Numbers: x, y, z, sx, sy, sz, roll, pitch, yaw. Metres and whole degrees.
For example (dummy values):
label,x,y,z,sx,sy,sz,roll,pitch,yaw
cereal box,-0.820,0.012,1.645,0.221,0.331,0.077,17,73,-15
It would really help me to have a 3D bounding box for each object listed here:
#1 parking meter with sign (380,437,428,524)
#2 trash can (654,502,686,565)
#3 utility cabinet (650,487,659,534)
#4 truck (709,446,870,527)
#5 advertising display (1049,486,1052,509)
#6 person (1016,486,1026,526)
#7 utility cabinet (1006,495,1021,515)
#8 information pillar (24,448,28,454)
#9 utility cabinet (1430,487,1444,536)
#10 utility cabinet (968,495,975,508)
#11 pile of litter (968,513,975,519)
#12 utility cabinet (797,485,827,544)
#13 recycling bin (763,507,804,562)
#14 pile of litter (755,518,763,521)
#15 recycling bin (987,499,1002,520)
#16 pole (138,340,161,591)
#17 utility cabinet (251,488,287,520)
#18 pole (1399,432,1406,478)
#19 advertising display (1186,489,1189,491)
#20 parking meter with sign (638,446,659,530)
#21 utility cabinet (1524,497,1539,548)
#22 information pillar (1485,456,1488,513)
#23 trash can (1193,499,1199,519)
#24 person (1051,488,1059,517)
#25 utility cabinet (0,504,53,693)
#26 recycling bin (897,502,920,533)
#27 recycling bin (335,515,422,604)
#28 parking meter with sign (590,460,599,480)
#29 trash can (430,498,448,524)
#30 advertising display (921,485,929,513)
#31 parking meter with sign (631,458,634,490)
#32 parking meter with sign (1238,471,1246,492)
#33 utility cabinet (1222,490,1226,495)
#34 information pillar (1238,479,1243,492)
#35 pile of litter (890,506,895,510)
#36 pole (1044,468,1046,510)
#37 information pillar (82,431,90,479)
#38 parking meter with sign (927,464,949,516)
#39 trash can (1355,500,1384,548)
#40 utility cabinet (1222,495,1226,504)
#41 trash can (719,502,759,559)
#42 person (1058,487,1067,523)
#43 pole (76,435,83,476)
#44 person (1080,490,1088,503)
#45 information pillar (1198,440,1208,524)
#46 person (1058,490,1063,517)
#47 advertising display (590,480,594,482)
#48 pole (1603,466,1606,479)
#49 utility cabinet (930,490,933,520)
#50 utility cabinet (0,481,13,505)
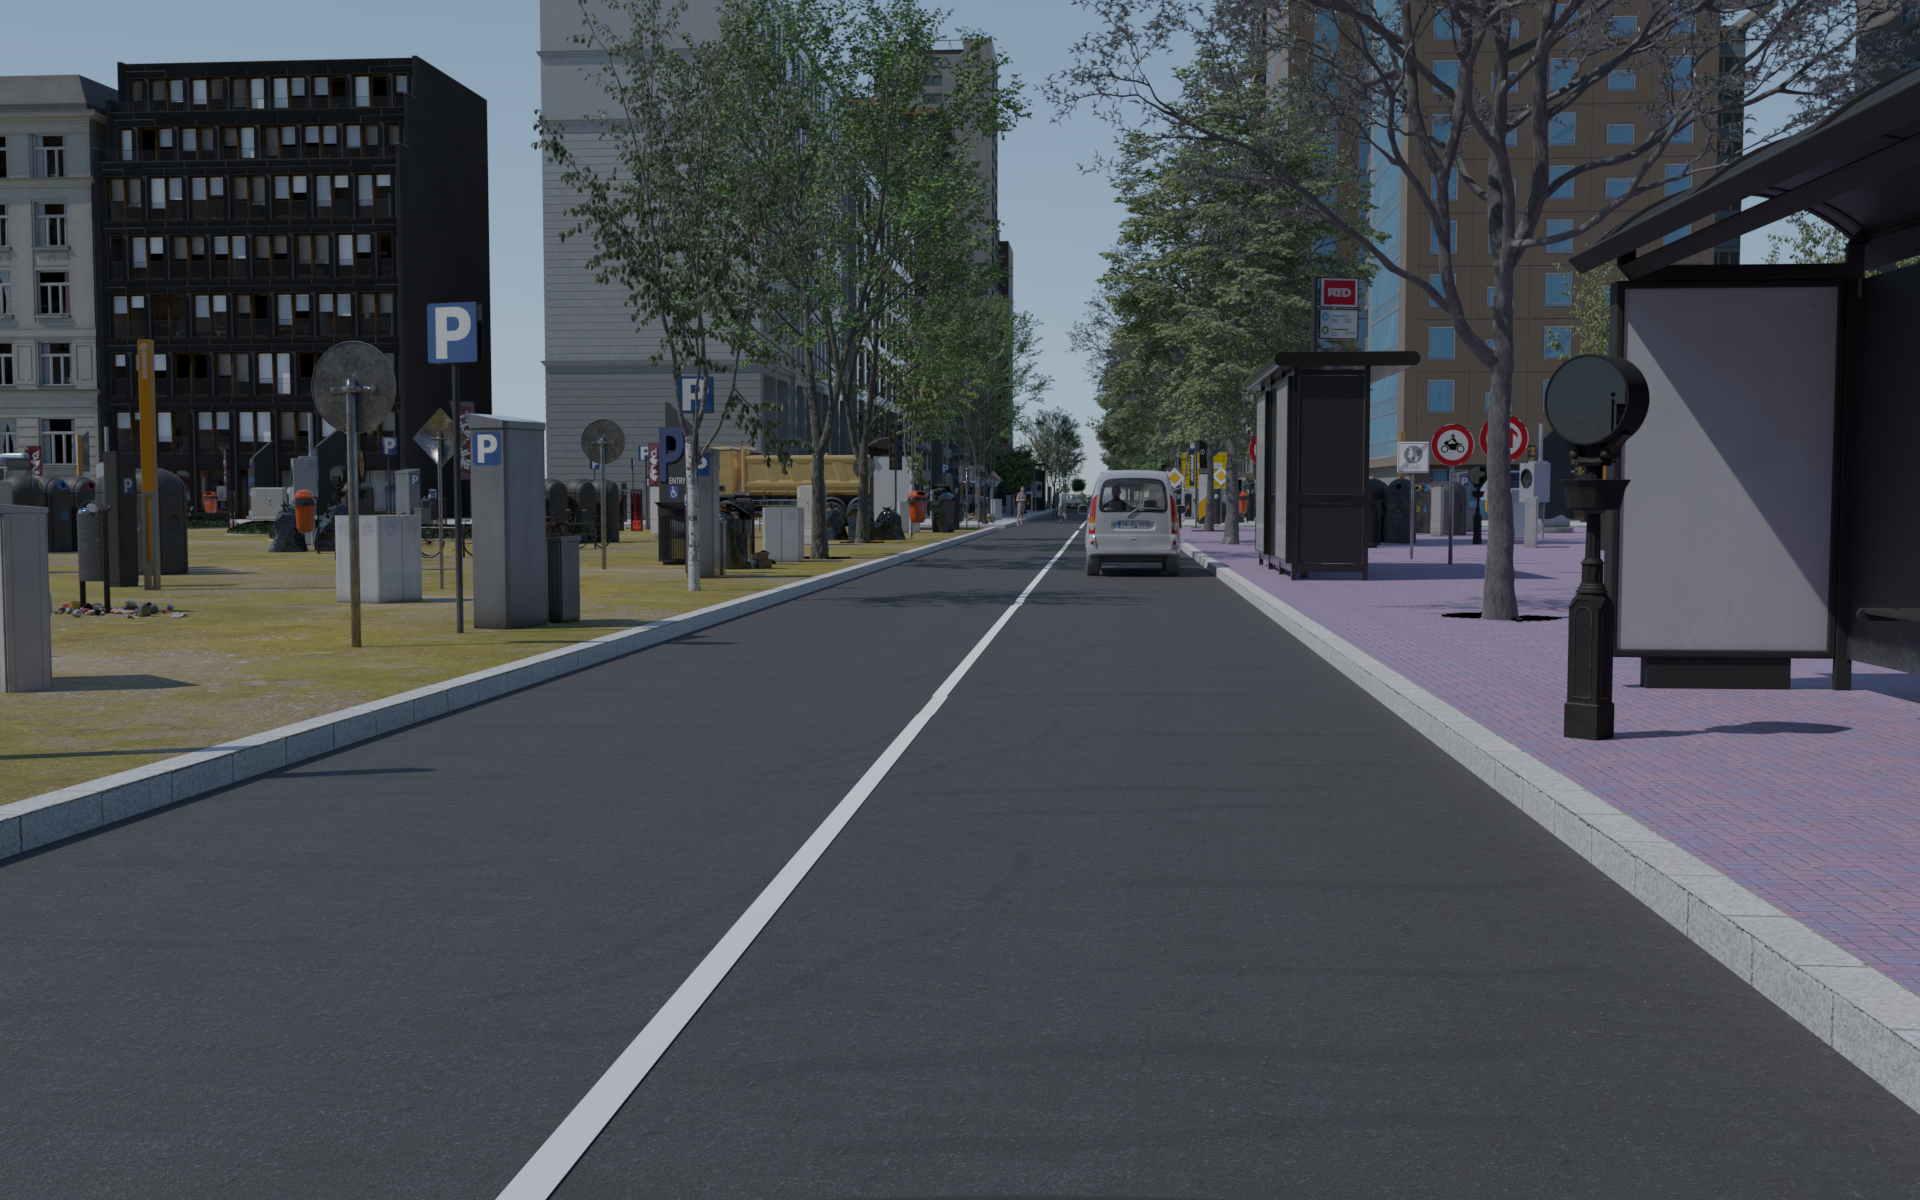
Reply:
label,x,y,z,sx,sy,sz,roll,pitch,yaw
parking meter with sign,-16.806,-3.450,52.675,1.738,3.016,0.543,2,4,33
trash can,-5.173,-1.210,31.436,0.748,1.137,0.748,0,3,0
utility cabinet,-9.207,-2.783,54.174,1.173,1.500,0.318,3,5,43
truck,-7.381,-4.564,70.543,9.791,3.379,3.469,0,4,5
advertising display,7.555,-8.542,144.879,0.123,1.923,0.974,1,4,11
person,2.779,-4.233,78.045,0.599,1.781,0.374,-2,4,-33
utility cabinet,3.406,-5.929,108.097,1.020,1.237,0.306,1,4,14
information pillar,-47.603,-5.954,88.703,0.504,3.616,0.183,-3,5,-44
utility cabinet,14.574,-2.706,52.921,0.318,1.500,1.173,1,4,20
utility cabinet,1.034,-7.631,135.931,1.020,1.237,0.306,-3,5,-42
pile of litter,0.825,-4.616,89.439,1.719,0.858,1.176,-2,4,-27
utility cabinet,-3.759,-2.146,43.763,0.318,1.500,1.173,-2,4,-29
recycling bin,-3.353,-1.247,32.942,0.722,1.027,0.722,0,4,0
pile of litter,-9.290,-4.323,84.650,1.719,0.858,1.176,-1,4,-18
recycling bin,1.628,-4.542,86.813,0.722,1.027,0.722,2,4,30
pole,-10.773,-1.784,23.011,0.158,3.312,0.155,0,3,0
utility cabinet,-23.924,-3.137,59.970,1.173,1.500,0.318,1,4,9
pole,14.548,-3.864,57.025,0.158,3.312,0.155,0,3,0
advertising display,19.149,-8.569,145.317,0.123,1.923,0.974,-3,5,-39
parking meter with sign,-11.139,-4.082,62.995,0.543,3.016,1.738,1,4,8
utility cabinet,13.759,-1.869,41.727,0.306,1.237,1.020,1,4,20
information pillar,23.144,-5.142,75.422,0.504,3.616,0.183,-1,4,-17
trash can,14.017,-5.459,100.908,0.748,1.137,0.748,0,3,0
person,6.178,-6.243,110.689,0.709,1.813,0.853,1,4,15
utility cabinet,-6.379,-0.025,11.567,0.306,1.237,1.020,-3,5,-44
recycling bin,-1.727,-2.763,57.732,0.722,1.027,0.722,-1,4,-9
recycling bin,-6.929,-0.496,20.661,0.722,1.027,0.722,2,4,25
parking meter with sign,-18.256,-5.350,83.736,1.738,3.016,0.543,2,4,33
trash can,-20.025,-3.357,66.544,0.748,1.137,0.748,0,3,0
advertising display,-2.378,-6.959,118.997,0.123,1.923,0.974,2,4,27
parking meter with sign,-15.115,-5.396,84.480,1.738,3.016,0.543,0,4,-5
parking meter with sign,21.743,-8.217,130.602,1.738,3.016,0.543,2,4,26
utility cabinet,12.872,-4.664,84.929,0.318,1.500,1.173,3,5,39
information pillar,13.494,-4.858,83.918,0.304,2.012,0.304,-1,4,-13
pile of litter,-2.545,-2.825,60.160,1.176,0.858,1.719,-2,4,-28
pole,6.750,-8.812,137.921,0.158,3.312,0.155,0,3,0
information pillar,-32.324,-4.438,63.923,0.183,3.616,0.504,2,4,29
parking meter with sign,-1.337,-6.434,101.454,0.543,3.016,1.738,-2,4,-34
trash can,9.725,-1.813,41.298,0.748,1.137,0.748,0,3,0
utility cabinet,12.419,-4.276,81.070,1.020,1.237,0.306,1,4,13
trash can,-4.017,-1.205,31.356,0.748,1.137,0.748,0,3,0
person,5.162,-4.750,86.395,0.478,1.798,0.641,-1,4,-19
pole,-30.255,-4.019,59.560,0.158,3.312,0.155,0,3,0
person,11.572,-9.547,164.693,1.348,1.812,0.705,2,4,33
information pillar,10.333,-5.007,73.218,0.504,3.616,0.183,1,4,14
person,6.359,-6.085,108.998,0.512,1.701,0.522,3,5,41
advertising display,-15.986,-4.392,77.017,0.974,1.923,0.123,-3,5,-39
pole,20.351,-3.728,54.799,0.158,3.312,0.155,0,3,0
utility cabinet,-1.292,-4.613,84.094,0.318,1.500,1.173,0,4,-2
utility cabinet,-15.974,-1.191,28.158,1.173,1.500,0.318,1,4,15
